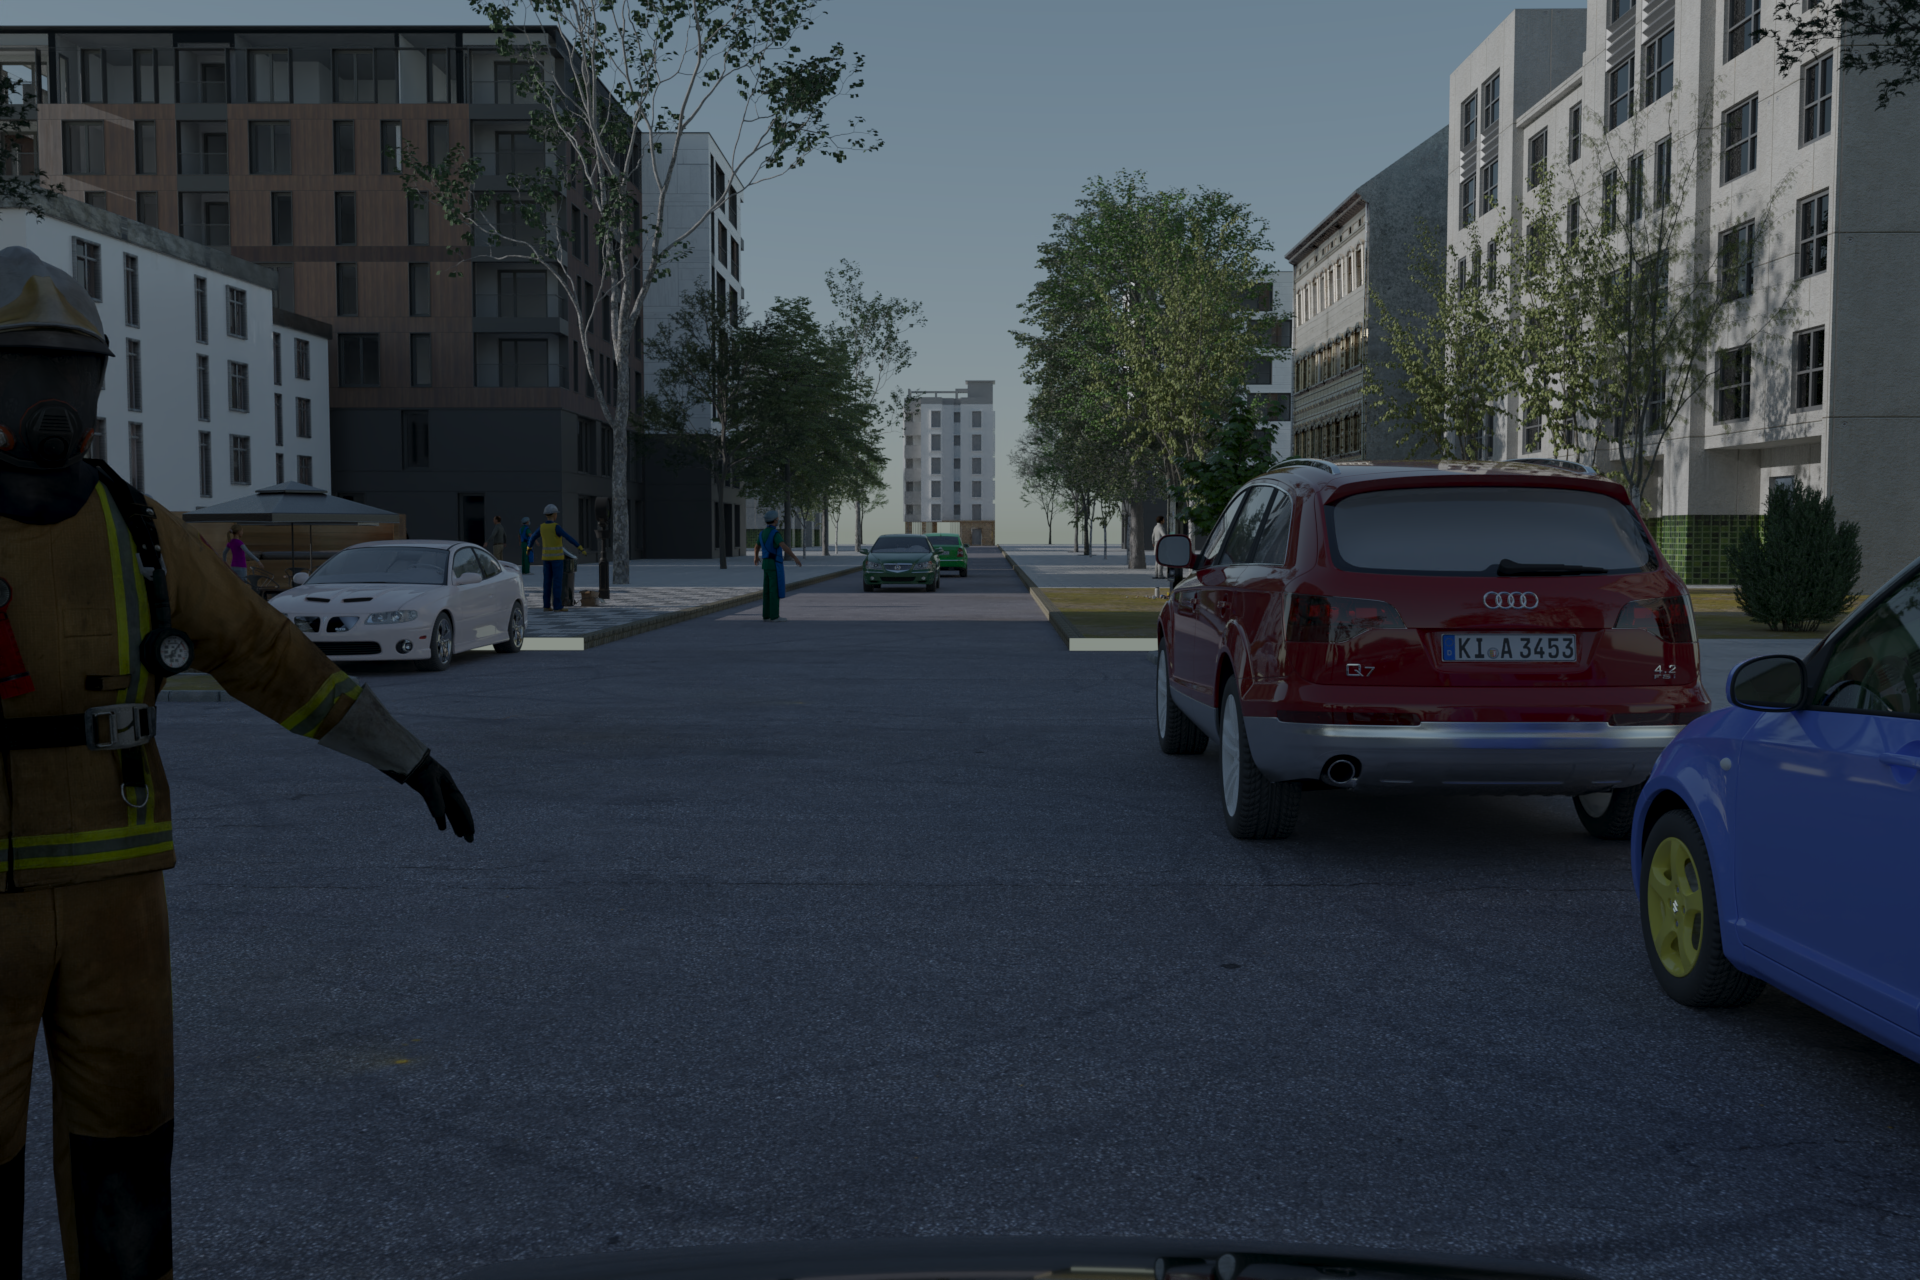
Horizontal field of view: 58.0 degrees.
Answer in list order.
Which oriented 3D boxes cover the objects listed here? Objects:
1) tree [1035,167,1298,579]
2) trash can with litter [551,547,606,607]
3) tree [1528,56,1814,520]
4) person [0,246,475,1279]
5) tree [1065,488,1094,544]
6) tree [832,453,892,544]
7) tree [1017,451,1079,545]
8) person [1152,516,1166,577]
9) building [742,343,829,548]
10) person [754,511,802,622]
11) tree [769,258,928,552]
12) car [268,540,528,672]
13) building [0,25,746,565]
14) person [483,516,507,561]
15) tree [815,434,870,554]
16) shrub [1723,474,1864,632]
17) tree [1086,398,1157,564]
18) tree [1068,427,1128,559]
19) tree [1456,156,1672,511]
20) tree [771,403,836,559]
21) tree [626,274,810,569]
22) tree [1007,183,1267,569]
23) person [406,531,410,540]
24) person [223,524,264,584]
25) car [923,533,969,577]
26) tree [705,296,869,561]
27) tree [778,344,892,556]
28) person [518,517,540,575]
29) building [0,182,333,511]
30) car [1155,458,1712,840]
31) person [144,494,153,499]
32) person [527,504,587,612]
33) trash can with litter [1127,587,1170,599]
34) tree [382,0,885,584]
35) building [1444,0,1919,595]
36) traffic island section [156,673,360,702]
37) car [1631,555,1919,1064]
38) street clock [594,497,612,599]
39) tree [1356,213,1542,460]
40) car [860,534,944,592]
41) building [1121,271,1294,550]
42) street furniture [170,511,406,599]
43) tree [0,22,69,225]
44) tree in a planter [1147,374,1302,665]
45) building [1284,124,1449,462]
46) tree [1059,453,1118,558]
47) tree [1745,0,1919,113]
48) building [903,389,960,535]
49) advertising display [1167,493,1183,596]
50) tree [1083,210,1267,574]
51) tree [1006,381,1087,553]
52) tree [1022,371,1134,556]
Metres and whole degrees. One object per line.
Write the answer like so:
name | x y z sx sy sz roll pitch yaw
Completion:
tree | 6.006 -7.559 49.353 9.928 11.665 9.643 0 3 0
trash can with litter | -6.832 -1.183 30.721 1.055 1.170 0.624 0 4 2
tree | 10.623 -4.730 27.706 4.360 8.622 3.978 0 3 0
person | -1.390 0.343 2.612 0.705 1.858 1.354 3 5 44
tree | 15.284 -16.394 218.396 4.737 8.622 4.395 0 3 0
tree | -12.331 -17.610 213.678 9.928 11.665 9.643 0 3 0
tree | 10.903 -17.472 211.415 9.928 11.665 9.643 0 3 0
person | 5.779 -2.666 49.781 0.705 1.806 1.347 -1 4 -16
building | -23.161 -18.756 173.118 16.747 18.905 31.486 0 4 2
person | -3.046 -1.209 28.346 0.704 1.817 1.347 -3 4 -38
tree | -8.290 -16.271 121.912 12.611 20.169 13.585 0 3 0
car | -6.276 -0.441 19.580 2.083 1.381 4.827 0 4 1
building | -26.667 -14.819 86.271 27.936 21.610 32.646 0 3 0
person | -13.117 -2.618 49.080 0.705 1.796 1.348 1 4 10
tree | -8.047 -9.848 111.385 4.360 8.622 3.978 0 3 0
shrub | 11.028 -1.155 22.923 1.661 2.075 1.752 0 3 0
tree | 7.134 -7.505 73.064 4.737 8.622 4.395 0 3 0
tree | 7.457 -8.422 88.066 4.360 8.622 3.978 0 3 0
tree | 11.839 -5.100 33.746 4.737 8.622 4.395 0 3 0
tree | -8.185 -8.561 90.340 4.737 8.622 4.395 0 3 0
tree | -8.979 -7.873 63.142 7.601 10.594 8.767 -3 4 -38
tree | 6.607 -9.586 63.391 9.857 13.997 8.962 0 3 0
person | -17.962 -3.026 55.407 0.705 1.837 1.347 1 4 17
person | -10.959 -1.050 26.436 0.991 1.433 0.599 2 4 34
car | -0.647 -3.062 58.862 1.959 1.807 4.718 0 4 0
tree | -8.192 -10.055 82.528 7.486 12.596 7.792 0 3 0
tree | -7.929 -11.289 102.705 7.486 12.596 7.792 0 3 0
person | -13.609 -2.957 54.470 0.704 1.817 1.347 -3 4 -39
building | -26.336 -6.941 55.633 9.099 9.664 28.070 0 4 2
car | 2.293 -0.060 9.654 2.281 1.827 5.304 0 4 1
person | -11.417 -1.127 24.279 0.705 1.847 1.347 0 4 7
person | -6.700 -1.359 28.691 1.216 1.772 0.721 2 4 26
trash can with litter | 4.196 -1.407 34.066 1.678 1.210 2.233 0 4 0
tree | -8.337 -11.575 45.148 12.611 20.169 13.585 0 3 0
building | 26.833 -11.301 51.225 16.747 18.905 31.486 0 4 1
traffic island section | -6.642 0.432 15.802 1.991 0.108 1.994 0 4 1
car | 2.985 0.332 4.159 1.945 1.707 3.694 0 4 1
street clock | -7.019 -1.807 34.109 0.358 2.002 0.471 0 4 0
tree | 11.226 -5.427 39.093 4.737 8.622 4.395 0 3 0
car | -1.468 -1.999 44.483 2.131 1.459 4.920 0 4 1
building | 27.899 -18.784 151.087 27.936 21.610 32.646 0 4 1
street furniture | -15.685 -1.887 37.702 11.010 1.723 9.812 -1 4 -13
tree | -12.619 -5.006 16.263 8.767 10.594 7.601 0 4 -7
tree in a planter | 3.134 -1.356 19.389 1.991 3.239 1.994 0 3 0
building | 27.226 -15.546 85.112 19.493 23.208 18.063 0 4 1
tree | 7.267 -8.836 94.832 4.737 8.622 4.395 0 3 0
tree | 8.924 -4.657 10.560 7.601 10.594 8.767 -2 4 -25
building | -6.759 -21.945 217.674 11.380 20.090 16.016 0 4 5
advertising display | 3.147 -1.231 25.334 0.123 1.923 0.974 0 4 1
tree | 4.984 -5.396 38.593 4.737 8.622 4.395 0 3 0
tree | 8.249 -12.865 120.719 12.009 13.543 11.850 0 3 0
tree | 7.579 -10.893 103.862 9.928 11.665 9.643 0 3 0
